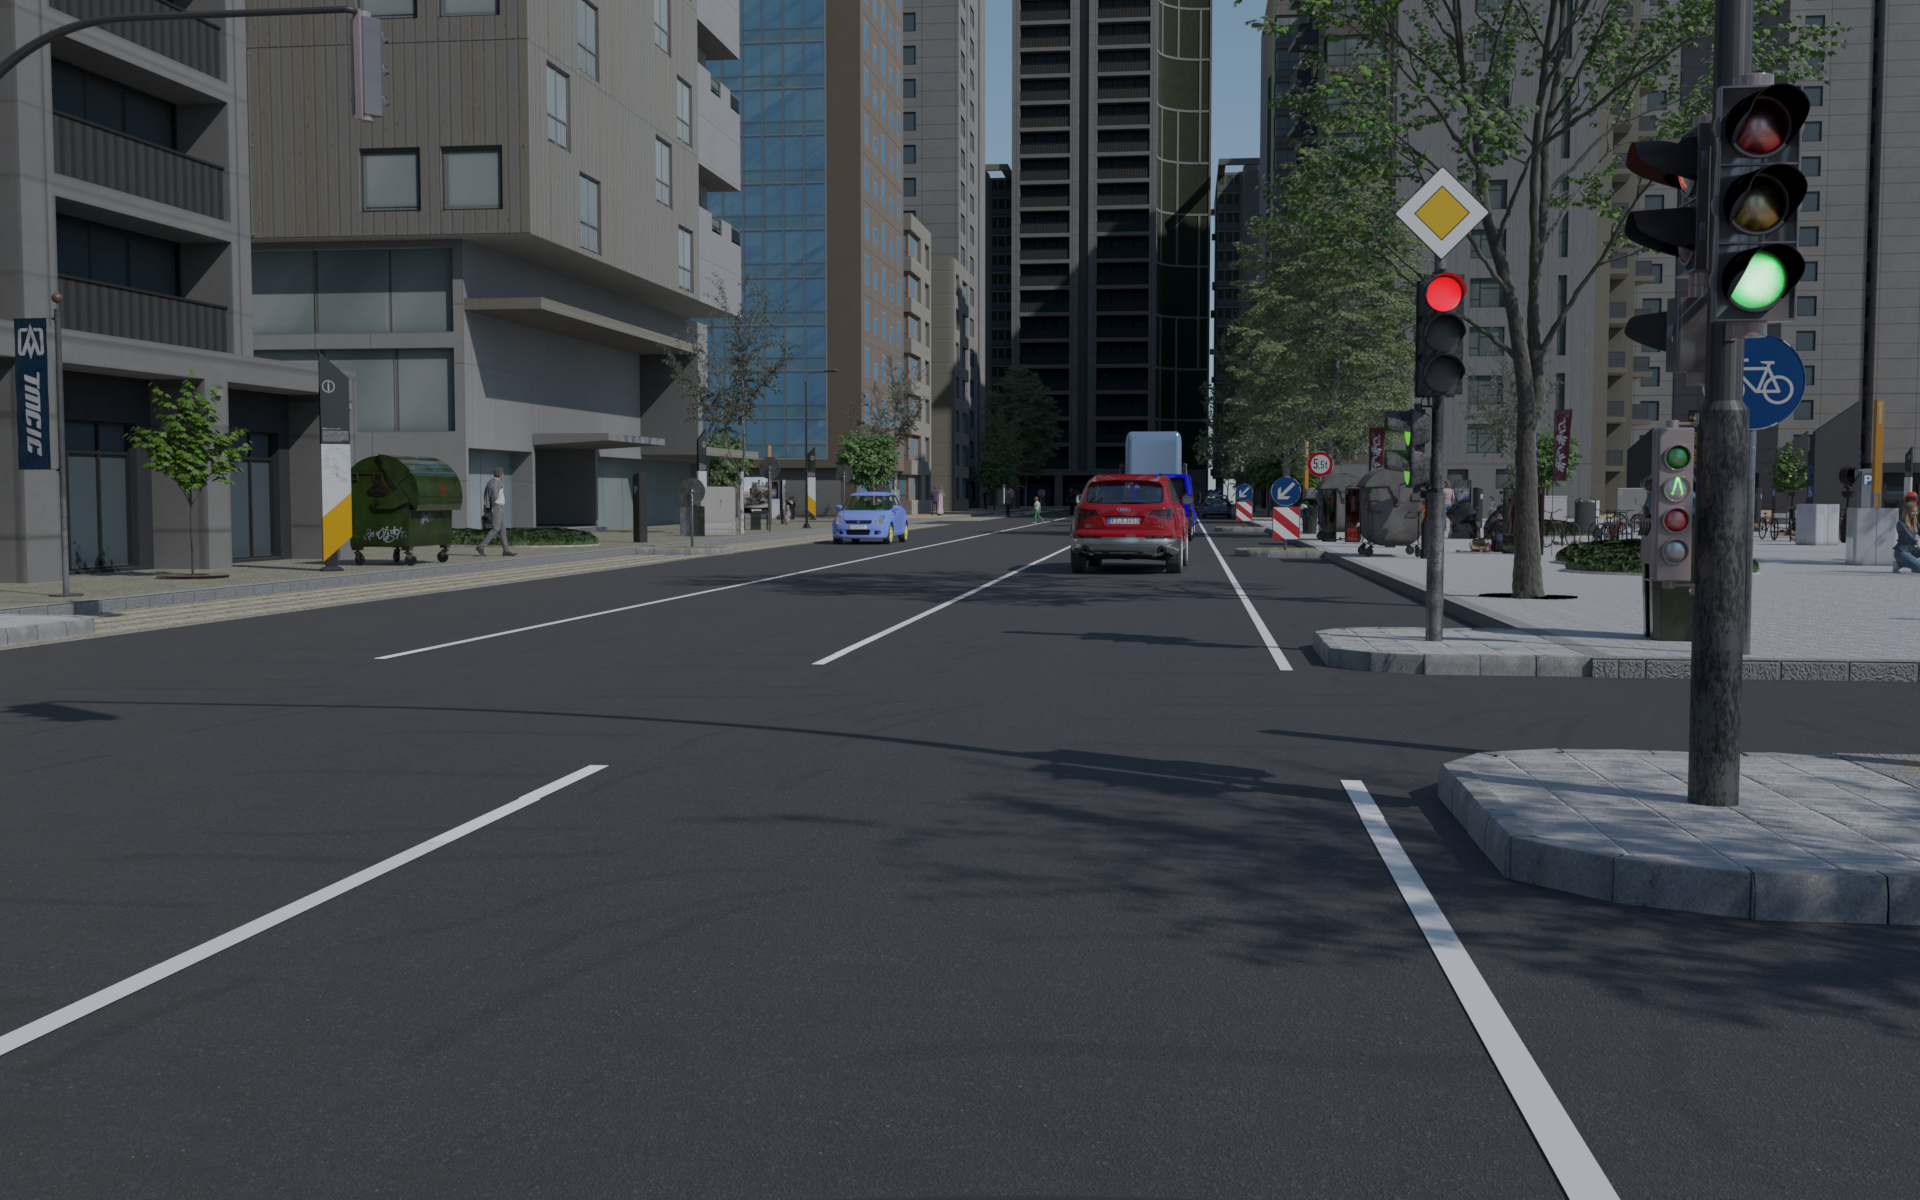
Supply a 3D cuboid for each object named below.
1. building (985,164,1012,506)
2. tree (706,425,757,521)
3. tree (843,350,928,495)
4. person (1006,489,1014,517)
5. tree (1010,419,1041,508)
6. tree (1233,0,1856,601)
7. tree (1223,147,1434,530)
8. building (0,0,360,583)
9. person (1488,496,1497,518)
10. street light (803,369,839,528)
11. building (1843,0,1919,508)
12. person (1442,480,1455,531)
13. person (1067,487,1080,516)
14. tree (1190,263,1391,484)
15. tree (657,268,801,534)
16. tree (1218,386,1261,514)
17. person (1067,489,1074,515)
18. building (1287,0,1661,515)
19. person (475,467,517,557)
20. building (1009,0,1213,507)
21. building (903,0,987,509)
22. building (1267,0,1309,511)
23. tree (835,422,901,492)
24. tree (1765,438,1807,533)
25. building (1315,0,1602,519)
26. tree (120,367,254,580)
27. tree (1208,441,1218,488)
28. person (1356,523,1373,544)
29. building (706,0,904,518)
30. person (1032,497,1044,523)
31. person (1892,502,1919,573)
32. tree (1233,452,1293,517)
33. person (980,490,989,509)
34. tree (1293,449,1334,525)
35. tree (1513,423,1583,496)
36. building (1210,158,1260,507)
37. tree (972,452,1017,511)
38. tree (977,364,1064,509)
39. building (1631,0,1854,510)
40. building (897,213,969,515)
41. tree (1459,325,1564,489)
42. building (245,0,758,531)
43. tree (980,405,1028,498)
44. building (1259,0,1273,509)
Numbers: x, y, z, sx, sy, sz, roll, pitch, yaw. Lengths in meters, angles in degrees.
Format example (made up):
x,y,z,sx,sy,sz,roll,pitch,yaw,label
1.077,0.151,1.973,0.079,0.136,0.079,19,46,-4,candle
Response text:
x,y,z,sx,sy,sz,roll,pitch,yaw,label
-4.901,-30.769,194.954,23.993,40.220,32.217,0,4,7,building
-11.396,-6.054,82.701,4.285,4.588,4.351,0,3,0,tree
-3.512,-8.437,88.307,4.360,8.622,3.978,0,3,0,tree
3.188,-6.077,108.387,0.750,1.759,0.617,2,4,34,person
5.974,-12.944,161.999,4.360,8.622,3.978,0,3,0,tree
6.965,-5.835,21.165,9.928,11.665,9.643,0,3,0,tree
12.404,-8.452,56.323,7.486,12.596,7.792,0,3,0,tree
-22.780,-36.162,29.504,20.563,71.187,20.611,0,4,7,building
20.371,-3.368,66.120,0.382,1.210,0.505,0,4,-7,person
-5.201,-5.630,64.588,1.470,5.913,1.316,0,4,7,street light
82.808,-43.074,142.512,20.611,71.187,20.563,0,4,7,building
16.881,-3.250,59.776,0.593,1.750,0.643,-1,4,-19,person
7.665,-6.457,113.702,1.348,1.869,0.705,2,4,32,person
15.892,-10.196,83.709,9.611,12.733,9.660,0,3,0,tree
-7.298,-6.448,55.792,4.360,8.622,3.978,0,3,0,tree
18.927,-9.890,112.069,4.360,8.622,3.978,0,3,0,tree
7.550,-6.656,117.463,0.705,1.807,1.348,-1,4,-18,person
33.692,-28.292,117.196,22.147,44.769,28.867,0,4,7,building
-9.547,-1.805,35.648,0.850,1.850,0.679,-1,4,-19,person
16.596,-45.732,185.978,20.611,71.187,20.563,0,4,7,building
-8.892,-43.829,154.852,20.611,71.187,20.563,0,4,7,building
31.925,-27.862,139.143,14.154,41.232,14.086,0,4,7,building
-4.280,-5.846,79.288,4.285,4.588,4.351,0,3,0,tree
27.295,-3.836,57.327,1.663,3.219,1.824,0,3,0,tree
26.915,-19.888,96.877,14.160,30.474,14.107,0,4,7,building
-11.603,-1.946,26.418,1.663,3.219,1.824,0,3,0,tree
25.412,-13.166,165.627,4.360,8.622,3.978,0,3,0,tree
10.575,-2.015,44.486,1.012,1.151,0.738,-3,5,-39,person
-11.231,-27.515,99.988,14.600,45.320,14.200,0,4,7,building
3.816,-4.414,84.912,0.590,1.304,0.306,1,4,22,person
15.517,-1.005,27.971,1.012,1.151,0.738,-2,4,-24,person
17.612,-7.014,98.384,4.285,4.588,4.351,0,3,0,tree
2.073,-8.526,146.268,0.721,1.723,1.217,-3,4,-36,person
14.890,-4.748,72.231,1.663,3.219,1.824,0,3,0,tree
27.130,-5.902,80.217,4.285,4.588,4.351,0,3,0,tree
39.558,-30.422,189.282,23.993,40.220,32.217,0,4,7,building
2.512,-8.960,130.216,4.285,4.588,4.351,0,3,0,tree
5.479,-14.239,150.937,7.486,12.596,7.792,0,3,0,tree
76.511,-45.257,178.199,20.611,71.187,20.563,0,4,7,building
-14.871,-16.993,122.867,27.650,21.520,28.899,0,4,7,building
23.536,-7.562,73.994,4.360,8.622,3.978,0,3,0,tree
-23.793,-28.943,62.452,28.713,52.752,27.495,0,4,7,building
3.750,-11.706,141.753,4.737,8.622,4.395,0,3,0,tree
33.697,-30.759,153.023,14.600,45.320,14.200,0,4,7,building
